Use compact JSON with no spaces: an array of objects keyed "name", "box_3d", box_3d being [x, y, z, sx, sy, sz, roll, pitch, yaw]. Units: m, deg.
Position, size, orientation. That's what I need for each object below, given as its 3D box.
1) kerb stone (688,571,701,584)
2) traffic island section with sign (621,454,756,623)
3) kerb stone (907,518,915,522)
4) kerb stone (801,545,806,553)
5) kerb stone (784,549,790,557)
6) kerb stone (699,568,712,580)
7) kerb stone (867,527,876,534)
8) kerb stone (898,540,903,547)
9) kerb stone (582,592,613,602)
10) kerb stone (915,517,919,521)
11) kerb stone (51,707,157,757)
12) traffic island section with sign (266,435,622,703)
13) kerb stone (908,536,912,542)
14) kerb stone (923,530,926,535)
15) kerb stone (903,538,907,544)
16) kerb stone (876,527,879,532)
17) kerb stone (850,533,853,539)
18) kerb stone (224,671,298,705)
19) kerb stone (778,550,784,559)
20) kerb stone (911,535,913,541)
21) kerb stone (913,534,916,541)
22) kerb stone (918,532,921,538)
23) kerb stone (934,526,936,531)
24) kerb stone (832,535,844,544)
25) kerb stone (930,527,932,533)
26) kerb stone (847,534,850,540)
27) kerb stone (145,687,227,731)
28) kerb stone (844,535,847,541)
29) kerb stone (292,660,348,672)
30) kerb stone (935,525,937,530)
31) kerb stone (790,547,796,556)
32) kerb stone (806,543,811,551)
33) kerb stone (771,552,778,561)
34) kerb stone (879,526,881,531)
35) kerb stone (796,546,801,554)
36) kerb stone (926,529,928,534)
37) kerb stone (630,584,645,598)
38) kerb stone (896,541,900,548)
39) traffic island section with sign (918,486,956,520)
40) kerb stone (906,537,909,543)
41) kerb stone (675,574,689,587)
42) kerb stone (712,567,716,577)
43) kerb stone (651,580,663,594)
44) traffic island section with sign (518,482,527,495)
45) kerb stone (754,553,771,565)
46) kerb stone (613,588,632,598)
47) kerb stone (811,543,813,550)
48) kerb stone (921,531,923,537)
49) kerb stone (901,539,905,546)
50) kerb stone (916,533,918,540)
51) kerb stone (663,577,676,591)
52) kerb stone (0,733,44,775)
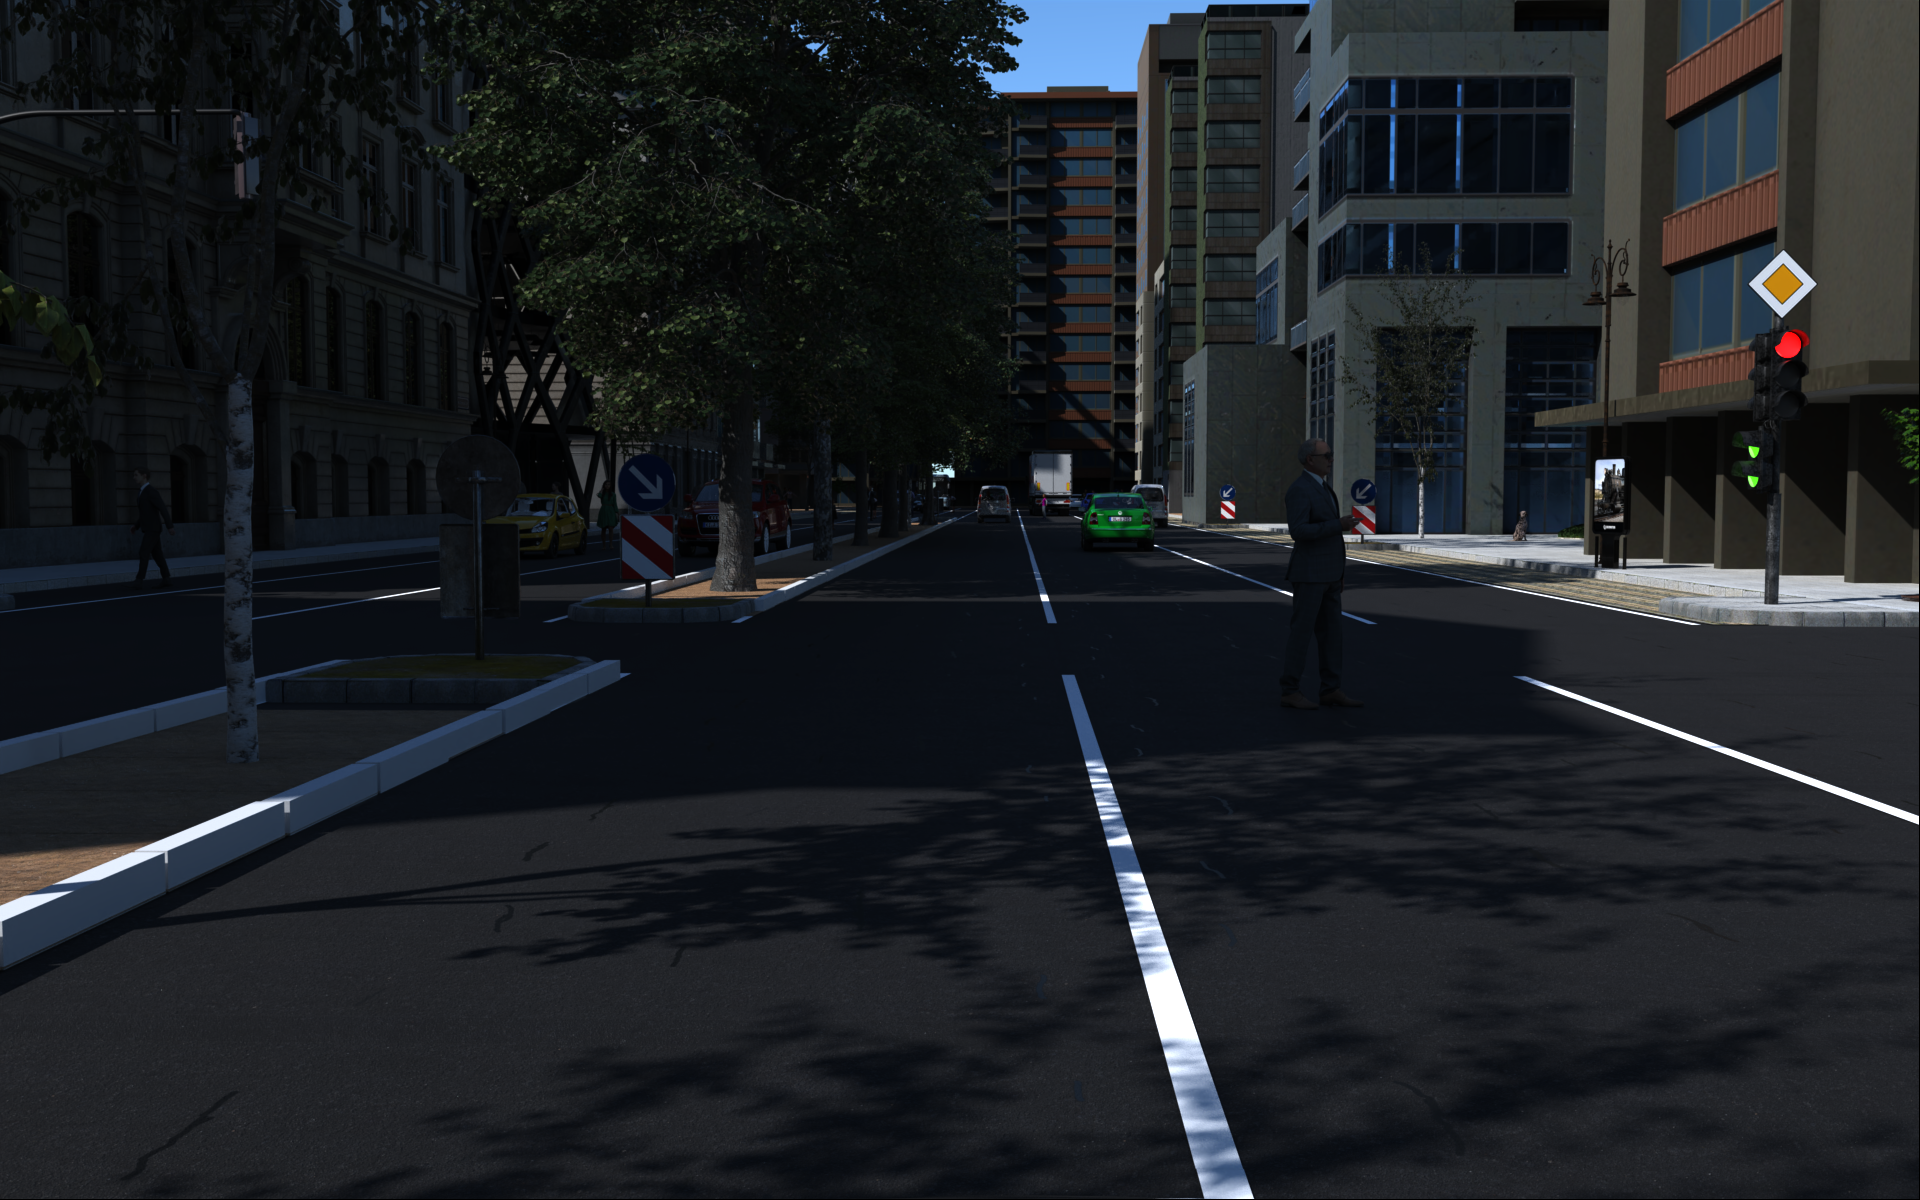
[{"name":"kerb stone","box_3d":[-4.345,-0.341,27.771,0.120,0.150,1.000,0,4,2]},{"name":"traffic island section with sign","box_3d":[-3.513,-0.739,20.213,2.006,1.907,1.989,0,4,2]},{"name":"kerb stone","box_3d":[-2.522,-4.038,88.213,0.120,0.150,1.000,0,4,2]},{"name":"kerb stone","box_3d":[-3.916,-1.217,42.097,0.120,0.150,1.000,0,4,2]},{"name":"kerb stone","box_3d":[-4.004,-1.030,39.031,0.120,0.150,1.000,0,4,2]},{"name":"kerb stone","box_3d":[-4.320,-0.404,28.793,0.120,0.150,1.000,0,4,2]},{"name":"kerb stone","box_3d":[-3.265,-2.533,63.650,0.120,0.150,1.000,0,4,2]},{"name":"kerb stone","box_3d":[-1.688,-1.464,46.137,0.120,0.150,1.000,0,4,2]},{"name":"kerb stone","box_3d":[-4.541,0.035,21.628,0.120,0.150,1.000,0,4,2]},{"name":"kerb stone","box_3d":[-2.393,-4.288,92.301,0.120,0.150,1.000,0,4,2]},{"name":"kerb stone","box_3d":[-4.893,0.758,9.854,0.120,0.150,1.000,0,4,2]},{"name":"traffic island section with sign","box_3d":[-3.748,-0.286,12.810,2.006,1.907,1.989,0,4,2]},{"name":"kerb stone","box_3d":[-1.567,-1.716,50.244,0.120,0.150,1.000,0,4,2]},{"name":"kerb stone","box_3d":[-1.319,-2.214,58.442,0.120,0.150,1.000,0,4,2]},{"name":"kerb stone","box_3d":[-1.630,-1.590,48.193,0.120,0.150,1.000,0,4,2]},{"name":"kerb stone","box_3d":[-3.231,-2.598,64.674,0.120,0.150,1.000,0,4,2]},{"name":"kerb stone","box_3d":[-3.533,-1.969,54.428,0.120,0.150,1.000,0,4,2]},{"name":"kerb stone","box_3d":[-4.833,0.629,11.907,0.120,0.150,1.000,0,4,2]},{"name":"kerb stone","box_3d":[-4.045,-0.967,38.010,0.120,0.150,1.000,0,4,2]},{"name":"kerb stone","box_3d":[-1.541,-1.776,51.273,0.120,0.150,1.000,0,4,2]},{"name":"kerb stone","box_3d":[-1.504,-1.841,52.299,0.120,0.150,1.000,0,4,2]},{"name":"kerb stone","box_3d":[-1.406,-2.023,55.376,0.120,0.150,1.000,0,4,2]},{"name":"kerb stone","box_3d":[-1.098,-2.656,65.634,0.120,0.150,1.000,0,4,2]},{"name":"kerb stone","box_3d":[-3.636,-1.783,51.348,0.120,0.150,1.000,0,4,2]},{"name":"kerb stone","box_3d":[-1.196,-2.466,62.548,0.120,0.150,1.000,0,4,2]},{"name":"kerb stone","box_3d":[-3.573,-1.904,53.391,0.120,0.150,1.000,0,4,2]},{"name":"kerb stone","box_3d":[-4.860,0.695,10.879,0.120,0.150,1.000,0,4,2]},{"name":"kerb stone","box_3d":[-3.601,-1.846,52.369,0.120,0.150,1.000,0,4,2]},{"name":"kerb stone","box_3d":[-4.797,0.569,12.939,0.120,0.150,1.000,0,4,2]},{"name":"kerb stone","box_3d":[-1.073,-2.714,66.661,0.120,0.150,1.000,0,4,2]},{"name":"kerb stone","box_3d":[-3.981,-1.087,40.054,0.120,0.150,1.000,0,4,2]},{"name":"kerb stone","box_3d":[-3.886,-1.280,43.126,0.120,0.150,1.000,0,4,2]},{"name":"kerb stone","box_3d":[-4.072,-0.905,36.988,0.120,0.150,1.000,0,4,2]},{"name":"kerb stone","box_3d":[-3.186,-2.661,65.699,0.120,0.150,1.000,0,4,2]},{"name":"kerb stone","box_3d":[-3.949,-1.153,41.075,0.120,0.150,1.000,0,4,2]},{"name":"kerb stone","box_3d":[-1.283,-2.280,59.467,0.120,0.150,1.000,0,4,2]},{"name":"kerb stone","box_3d":[-4.473,-0.090,23.671,0.120,0.150,1.000,0,4,2]},{"name":"kerb stone","box_3d":[-1.722,-1.402,45.115,0.120,0.150,1.000,0,4,2]},{"name":"traffic island section with sign","box_3d":[-1.242,-5.332,95.317,2.006,1.907,1.989,0,4,2]},{"name":"kerb stone","box_3d":[-1.597,-1.648,49.223,0.120,0.150,1.000,0,4,2]},{"name":"kerb stone","box_3d":[-4.382,-0.278,26.748,0.120,0.150,1.000,0,4,2]},{"name":"kerb stone","box_3d":[-4.288,-0.466,29.815,0.120,0.150,1.000,0,4,2]},{"name":"kerb stone","box_3d":[-4.439,-0.150,24.700,0.120,0.150,1.000,0,4,2]},{"name":"traffic island section with sign","box_3d":[-11.797,-2.250,45.423,1.989,1.847,2.006,0,4,2]},{"name":"kerb stone","box_3d":[-4.098,-0.842,35.966,0.120,0.150,1.000,0,4,2]},{"name":"kerb stone","box_3d":[-4.499,-0.028,22.649,0.120,0.150,1.000,0,4,2]},{"name":"kerb stone","box_3d":[-3.861,-1.342,44.148,0.120,0.150,1.000,0,4,2]},{"name":"kerb stone","box_3d":[-1.383,-2.092,56.399,0.120,0.150,1.000,0,4,2]},{"name":"kerb stone","box_3d":[-1.658,-1.524,47.158,0.120,0.150,1.000,0,4,2]},{"name":"kerb stone","box_3d":[-1.467,-1.904,53.329,0.120,0.150,1.000,0,4,2]},{"name":"kerb stone","box_3d":[-4.412,-0.216,25.722,0.120,0.150,1.000,0,4,2]},{"name":"kerb stone","box_3d":[-4.925,0.819,8.827,0.120,0.150,1.000,0,4,2]}]
